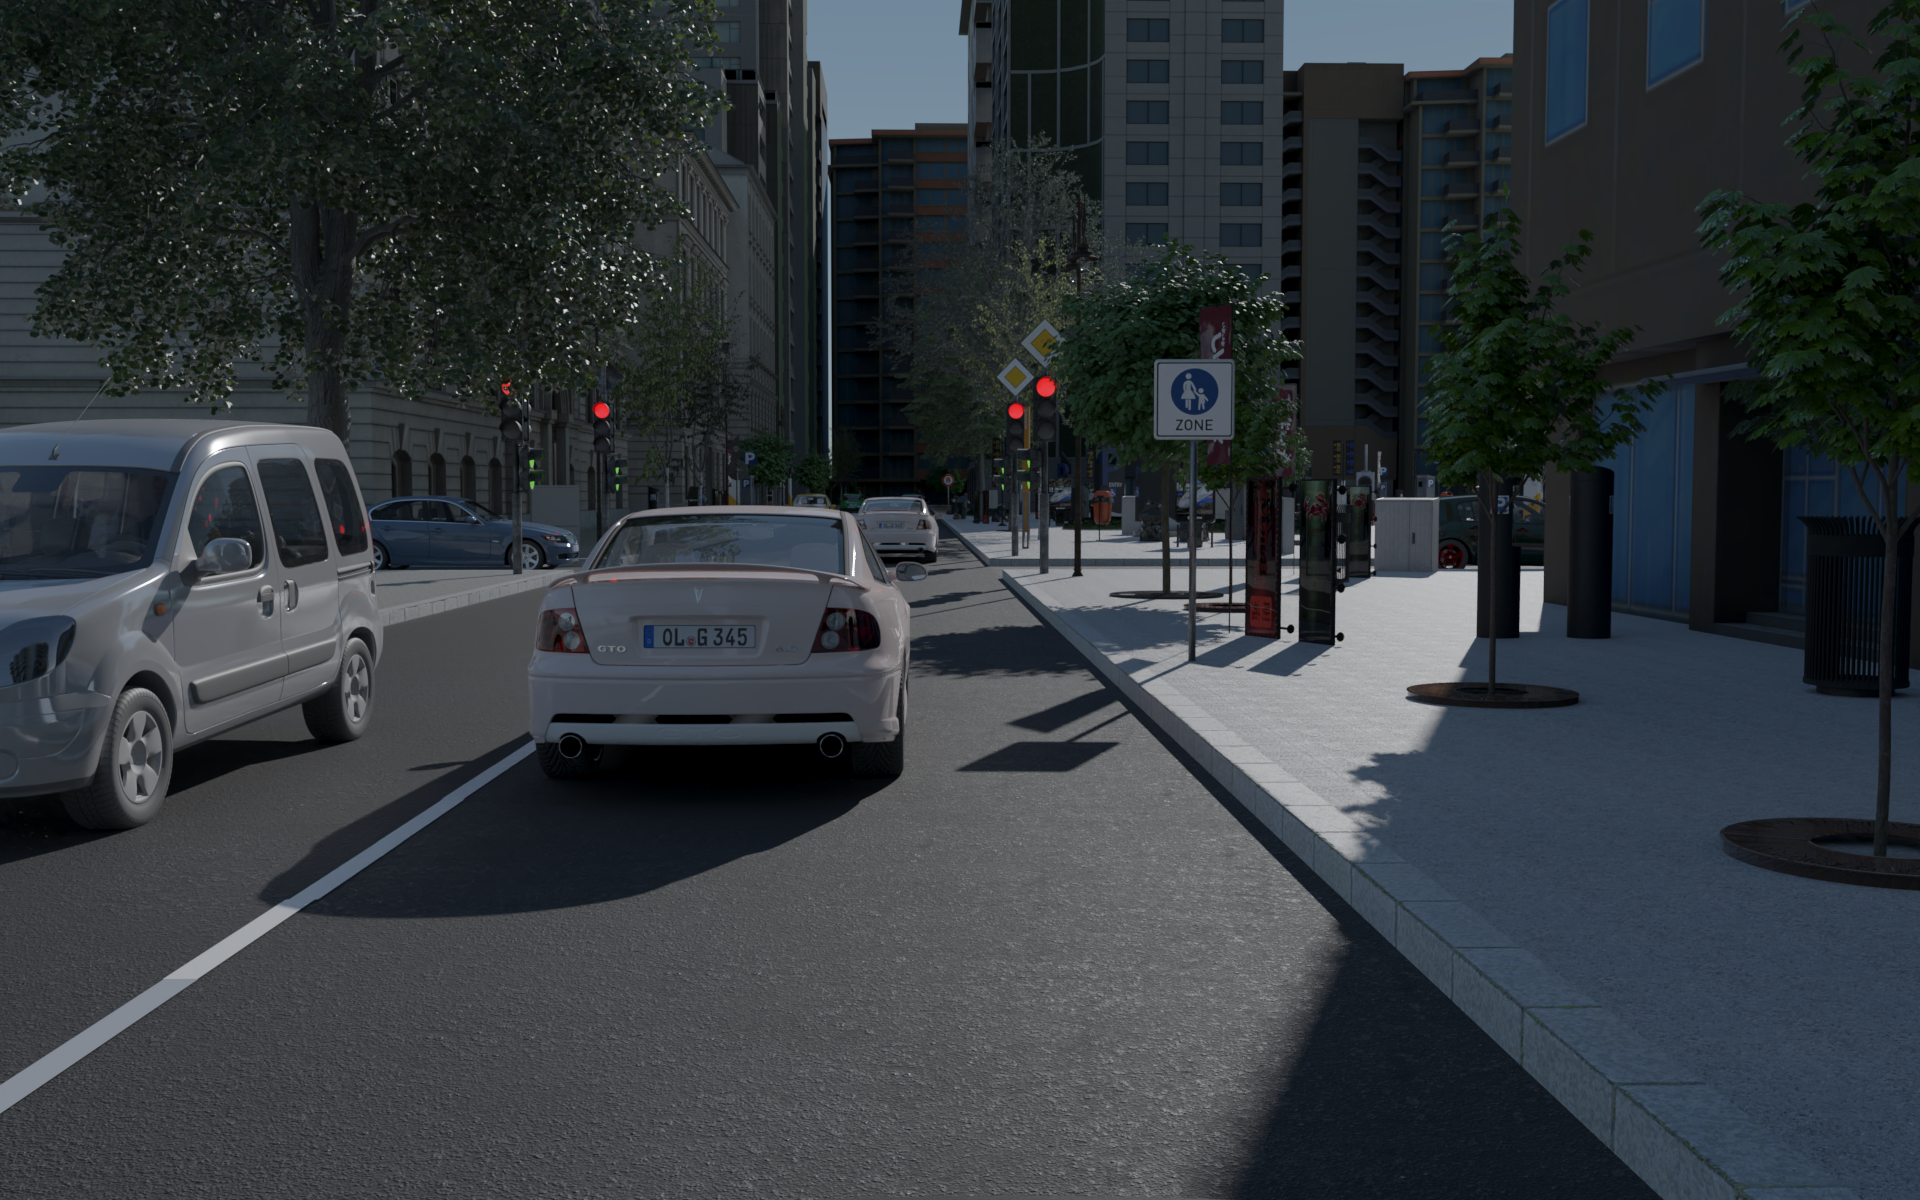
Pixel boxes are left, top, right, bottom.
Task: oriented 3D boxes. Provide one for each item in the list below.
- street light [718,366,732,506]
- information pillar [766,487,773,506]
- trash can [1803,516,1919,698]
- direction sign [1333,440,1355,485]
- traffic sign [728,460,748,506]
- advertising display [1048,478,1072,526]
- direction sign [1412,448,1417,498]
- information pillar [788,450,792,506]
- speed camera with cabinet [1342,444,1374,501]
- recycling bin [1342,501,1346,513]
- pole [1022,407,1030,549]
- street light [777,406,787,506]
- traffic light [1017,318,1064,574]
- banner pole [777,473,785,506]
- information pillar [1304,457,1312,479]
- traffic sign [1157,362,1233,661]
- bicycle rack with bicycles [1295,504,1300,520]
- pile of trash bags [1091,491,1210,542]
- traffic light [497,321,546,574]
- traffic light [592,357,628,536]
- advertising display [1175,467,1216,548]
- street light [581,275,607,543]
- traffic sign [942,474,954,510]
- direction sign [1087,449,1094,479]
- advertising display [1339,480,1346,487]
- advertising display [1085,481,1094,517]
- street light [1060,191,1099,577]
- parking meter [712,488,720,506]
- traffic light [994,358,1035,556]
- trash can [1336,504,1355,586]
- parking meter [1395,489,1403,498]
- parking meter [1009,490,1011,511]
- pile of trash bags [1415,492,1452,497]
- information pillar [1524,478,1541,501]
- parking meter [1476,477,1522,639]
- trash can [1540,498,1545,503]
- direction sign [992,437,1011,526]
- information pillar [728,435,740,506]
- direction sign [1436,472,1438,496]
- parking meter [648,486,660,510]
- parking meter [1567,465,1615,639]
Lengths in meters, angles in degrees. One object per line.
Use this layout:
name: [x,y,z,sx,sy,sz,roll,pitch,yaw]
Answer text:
street light: [-8.433,-5.493,62.602,0.468,5.910,1.993,0,4,-2]
information pillar: [-9.331,-4.910,84.770,0.304,2.012,0.304,-1,4,-16]
trash can: [5.754,0.034,11.097,0.748,1.137,0.748,0,3,0]
direction sign: [16.113,-4.943,72.817,0.876,3.537,0.379,1,4,17]
traffic sign: [-8.215,-3.900,63.867,0.768,2.556,0.104,0,4,1]
advertising display: [4.002,-3.918,69.280,0.974,1.923,0.123,-1,4,-11]
direction sign: [22.594,-5.757,86.118,0.379,3.537,0.876,0,4,2]
information pillar: [-8.959,-6.112,91.287,0.183,3.616,0.504,0,4,5]
speed camera with cabinet: [15.438,-4.565,68.976,2.038,3.252,0.660,1,4,17]
recycling bin: [14.798,-3.272,66.044,0.722,1.027,0.722,0,4,-3]
pole: [1.551,-2.858,40.577,0.158,3.312,0.155,0,3,0]
street light: [-9.176,-7.130,89.369,0.468,5.910,1.993,0,4,-2]
traffic light: [1.342,-2.382,27.869,0.839,4.253,0.868,0,4,-2]
banner pole: [-9.705,-6.339,93.657,0.401,3.779,0.863,2,4,33]
information pillar: [21.883,-7.184,108.816,0.504,3.616,0.183,-1,4,-12]
traffic sign: [1.781,-0.679,13.238,0.606,2.300,0.079,0,4,2]
bicycle rack with bicycles: [18.274,-4.548,87.737,2.925,0.926,2.852,-2,4,-27]
pile of trash bags: [5.236,-2.310,47.518,3.447,1.369,1.912,2,4,24]
traffic light: [-7.066,-2.367,27.624,0.839,4.253,0.868,0,4,-2]
traffic light: [-7.284,-2.855,35.606,0.839,4.253,0.868,0,4,-2]
advertising display: [5.645,-2.223,41.565,0.974,1.923,0.123,2,4,24]
street light: [-7.686,-3.913,36.758,0.468,5.910,1.993,0,4,-2]
traffic sign: [-0.752,-6.803,111.327,0.768,2.556,0.104,0,4,4]
direction sign: [6.827,-5.860,87.807,0.876,3.537,0.379,-1,4,-20]
advertising display: [17.377,-4.498,78.758,0.123,1.923,0.974,1,4,23]
advertising display: [6.873,-5.109,88.745,0.974,1.923,0.123,1,4,12]
street light: [1.834,-3.306,26.841,0.468,5.910,1.993,0,4,-2]
parking meter: [-10.727,-4.147,76.208,0.372,1.533,0.369,0,3,0]
traffic light: [1.124,-2.870,35.851,0.839,4.253,0.868,0,4,-2]
trash can: [5.113,-0.761,24.094,0.748,1.137,0.748,0,3,0]
parking meter: [22.796,-4.988,89.965,0.372,1.533,0.369,0,3,0]
parking meter: [2.658,-4.865,87.946,0.372,1.533,0.369,0,3,0]
pile of trash bags: [20.052,-3.966,74.590,3.447,1.369,1.912,-3,4,-38]
information pillar: [13.931,-3.109,42.183,0.183,3.616,0.504,-2,4,-26]
parking meter: [4.824,-0.433,15.489,0.372,1.533,0.369,0,3,0]
trash can: [34.565,-5.618,103.512,0.748,1.137,0.748,0,3,0]
direction sign: [1.697,-4.732,69.370,0.876,3.537,0.379,2,4,26]
information pillar: [-8.938,-4.720,68.522,0.504,3.616,0.183,-2,4,-30]
direction sign: [28.163,-6.741,102.214,0.379,3.537,0.876,0,4,7]
parking meter: [-9.248,-2.691,52.416,0.372,1.533,0.369,0,3,0]
parking meter: [5.625,-0.431,15.450,0.372,1.533,0.369,0,3,0]
